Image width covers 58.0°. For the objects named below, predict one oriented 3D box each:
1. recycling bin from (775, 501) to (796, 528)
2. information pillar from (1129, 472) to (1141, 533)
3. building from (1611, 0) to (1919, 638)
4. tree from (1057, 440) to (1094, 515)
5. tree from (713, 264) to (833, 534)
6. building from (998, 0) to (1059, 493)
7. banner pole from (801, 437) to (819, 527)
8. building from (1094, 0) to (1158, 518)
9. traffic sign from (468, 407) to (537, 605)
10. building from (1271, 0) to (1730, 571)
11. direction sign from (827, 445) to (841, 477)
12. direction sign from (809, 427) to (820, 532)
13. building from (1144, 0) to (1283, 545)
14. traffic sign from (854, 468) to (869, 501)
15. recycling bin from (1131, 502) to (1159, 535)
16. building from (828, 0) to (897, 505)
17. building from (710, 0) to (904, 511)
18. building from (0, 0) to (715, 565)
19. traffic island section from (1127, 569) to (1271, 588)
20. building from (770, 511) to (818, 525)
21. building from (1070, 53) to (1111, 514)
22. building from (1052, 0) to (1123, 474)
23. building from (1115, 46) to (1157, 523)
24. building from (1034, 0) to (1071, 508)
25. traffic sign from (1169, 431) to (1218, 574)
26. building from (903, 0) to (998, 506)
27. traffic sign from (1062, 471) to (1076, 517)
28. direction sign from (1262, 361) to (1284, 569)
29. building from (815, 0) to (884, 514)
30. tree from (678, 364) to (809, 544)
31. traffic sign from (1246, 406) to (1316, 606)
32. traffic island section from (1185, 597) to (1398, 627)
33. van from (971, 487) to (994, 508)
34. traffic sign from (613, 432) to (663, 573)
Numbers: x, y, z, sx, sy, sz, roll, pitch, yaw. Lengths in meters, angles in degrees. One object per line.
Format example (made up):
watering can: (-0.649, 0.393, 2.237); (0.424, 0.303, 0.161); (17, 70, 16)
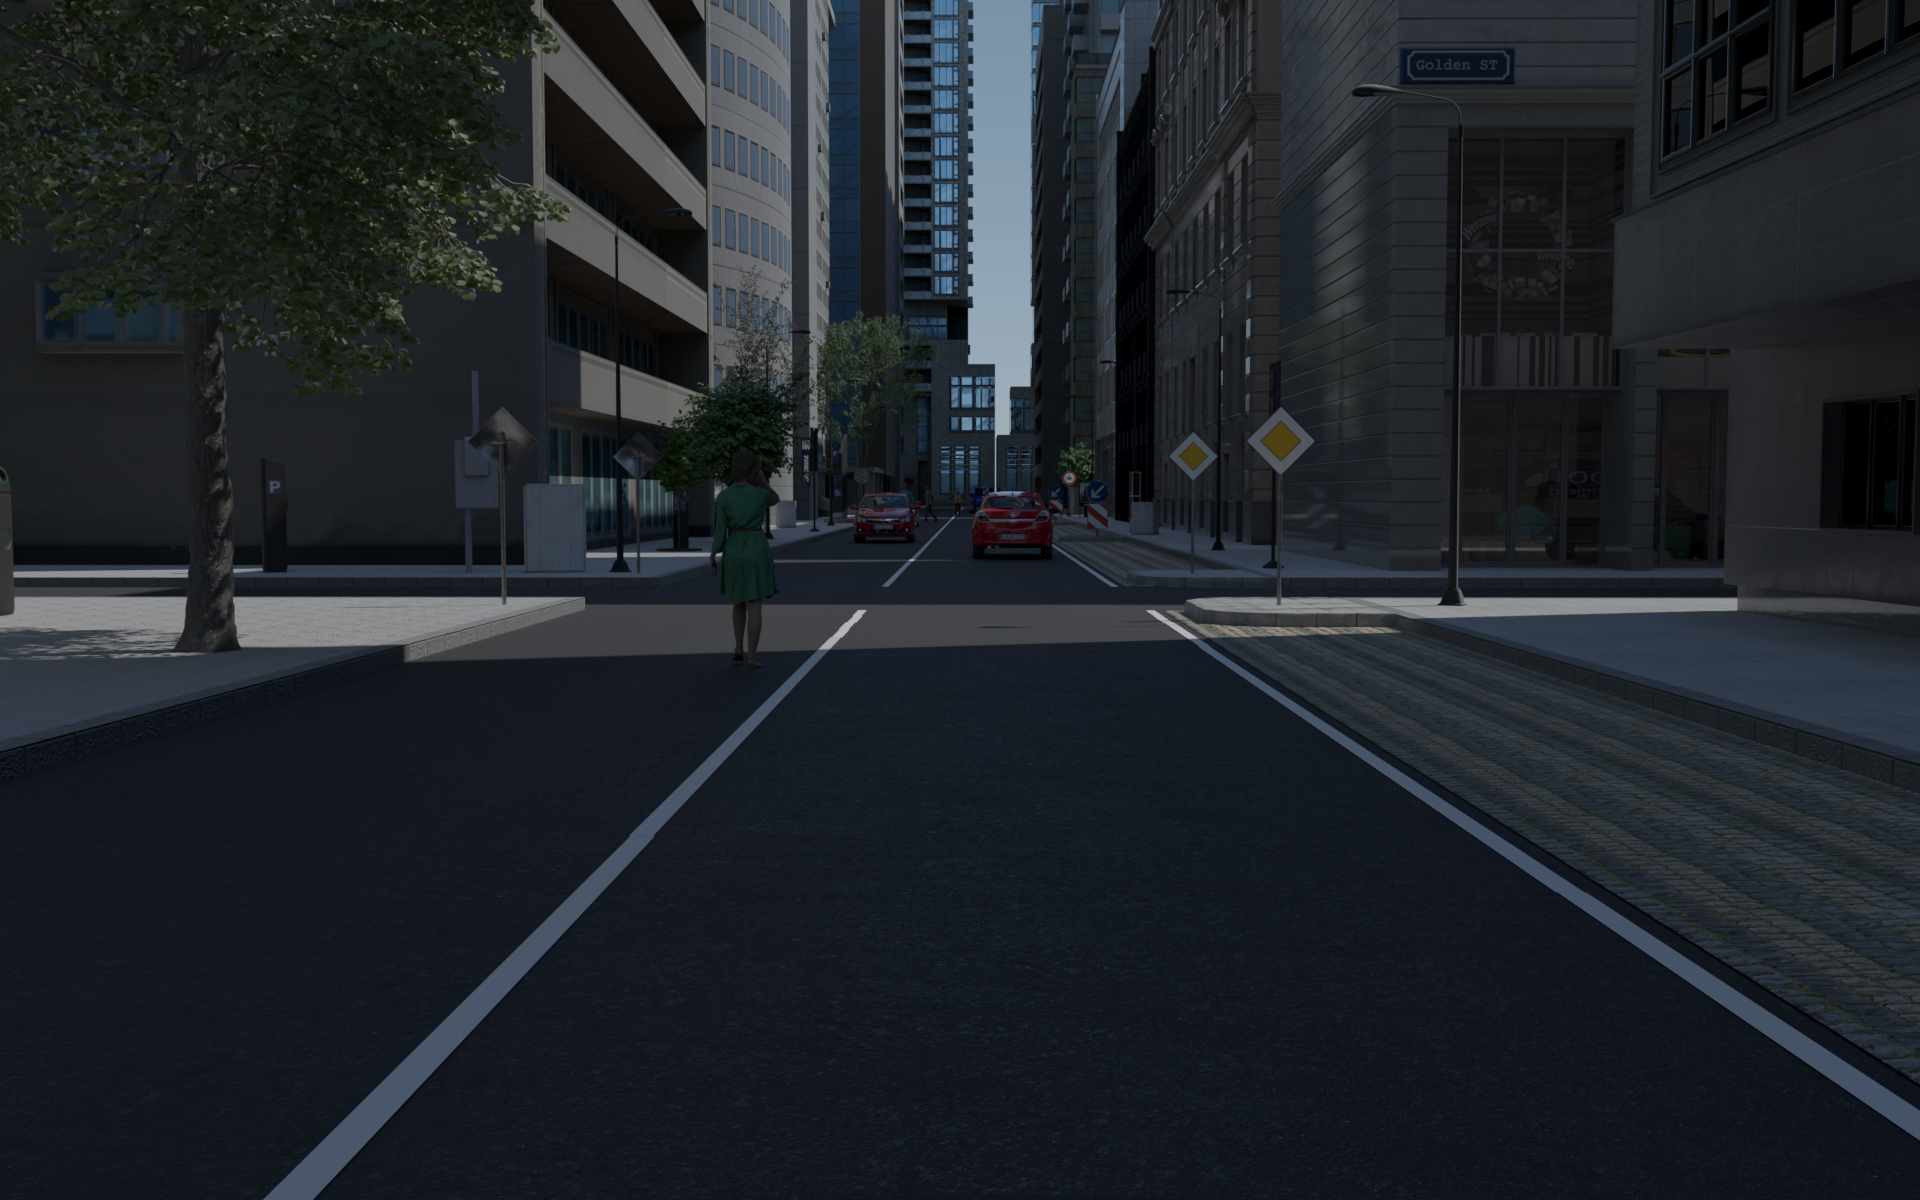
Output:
recycling bin: (-6.630, -3.263, 65.910); (0.722, 1.027, 0.722); (-1, 4, -13)
information pillar: (5.796, -3.231, 57.321); (0.304, 2.012, 0.304); (-1, 4, -9)
building: (13.749, -11.275, 3.415); (14.314, 24.678, 30.058); (0, 4, 1)
tree: (7.449, -7.505, 106.416); (4.285, 4.588, 4.351); (0, 3, 0)
tree: (-6.206, -6.418, 55.304); (4.360, 8.622, 3.978); (0, 3, 0)
building: (19.638, -54.036, 196.166); (31.000, 86.520, 22.319); (0, 4, 1)
banner pole: (-5.840, -4.720, 67.184); (0.863, 3.779, 0.401); (-3, 5, -44)
building: (13.926, -16.819, 93.009); (12.078, 24.808, 19.932); (0, 4, 1)
traffic sign: (-5.274, -1.000, 19.992); (0.795, 2.450, 0.064); (0, 4, 1)
building: (21.940, -15.640, 33.200); (29.804, 29.767, 11.434); (0, 4, 1)
direction sign: (-5.666, -5.338, 79.273); (0.876, 3.537, 0.379); (1, 4, 9)
direction sign: (-4.967, -4.101, 59.053); (0.379, 3.537, 0.876); (1, 4, 11)
building: (13.051, -15.743, 54.658); (12.463, 27.353, 25.104); (0, 4, 1)
traffic sign: (-4.764, -5.120, 83.823); (0.768, 2.556, 0.104); (0, 4, 4)
recycling bin: (5.830, -2.566, 54.506); (0.722, 1.027, 0.722); (1, 4, 23)
building: (-13.105, -30.452, 148.002); (14.600, 45.320, 14.200); (0, 4, 1)
building: (-19.584, -38.211, 166.745); (28.212, 58.520, 21.231); (0, 4, 1)
building: (-18.126, -25.479, 40.284); (21.300, 48.544, 21.600); (0, 4, 1)
traffic island section: (3.769, -0.347, 27.950); (2.009, 0.180, 2.903); (0, 4, 1)
building: (-17.885, -32.466, 72.824); (21.231, 58.520, 28.212); (0, 4, 1)
building: (14.417, -21.138, 117.313); (14.160, 30.474, 14.107); (0, 4, 1)
building: (19.792, -31.815, 139.791); (23.786, 49.044, 30.456); (0, 4, 1)
building: (13.565, -15.017, 75.205); (12.332, 23.373, 15.834); (0, 4, 1)
building: (18.207, -33.203, 166.575); (21.300, 48.544, 21.600); (0, 4, 1)
traffic sign: (3.745, -1.482, 27.873); (0.795, 2.450, 0.064); (0, 4, 1)
building: (-11.558, -54.089, 197.029); (31.000, 86.520, 22.319); (0, 4, 1)
traffic sign: (6.093, -5.901, 96.592); (0.768, 2.556, 0.104); (0, 4, 3)
direction sign: (5.419, -2.317, 29.875); (0.379, 3.537, 0.876); (0, 4, -1)
building: (-21.471, -25.879, 115.000); (32.217, 40.220, 23.993); (0, 4, 1)
tree: (-5.511, -3.678, 43.854); (4.285, 4.588, 4.351); (0, 3, 0)
traffic sign: (3.670, -0.994, 19.888); (0.795, 2.450, 0.064); (0, 4, 1)
traffic island section: (3.693, 0.142, 19.965); (2.009, 0.180, 2.903); (0, 4, 1)
van: (2.079, -8.875, 149.486); (2.240, 2.365, 5.245); (0, 3, 0)
traffic sign: (-5.199, -1.488, 27.977); (0.795, 2.450, 0.064); (0, 4, 1)
